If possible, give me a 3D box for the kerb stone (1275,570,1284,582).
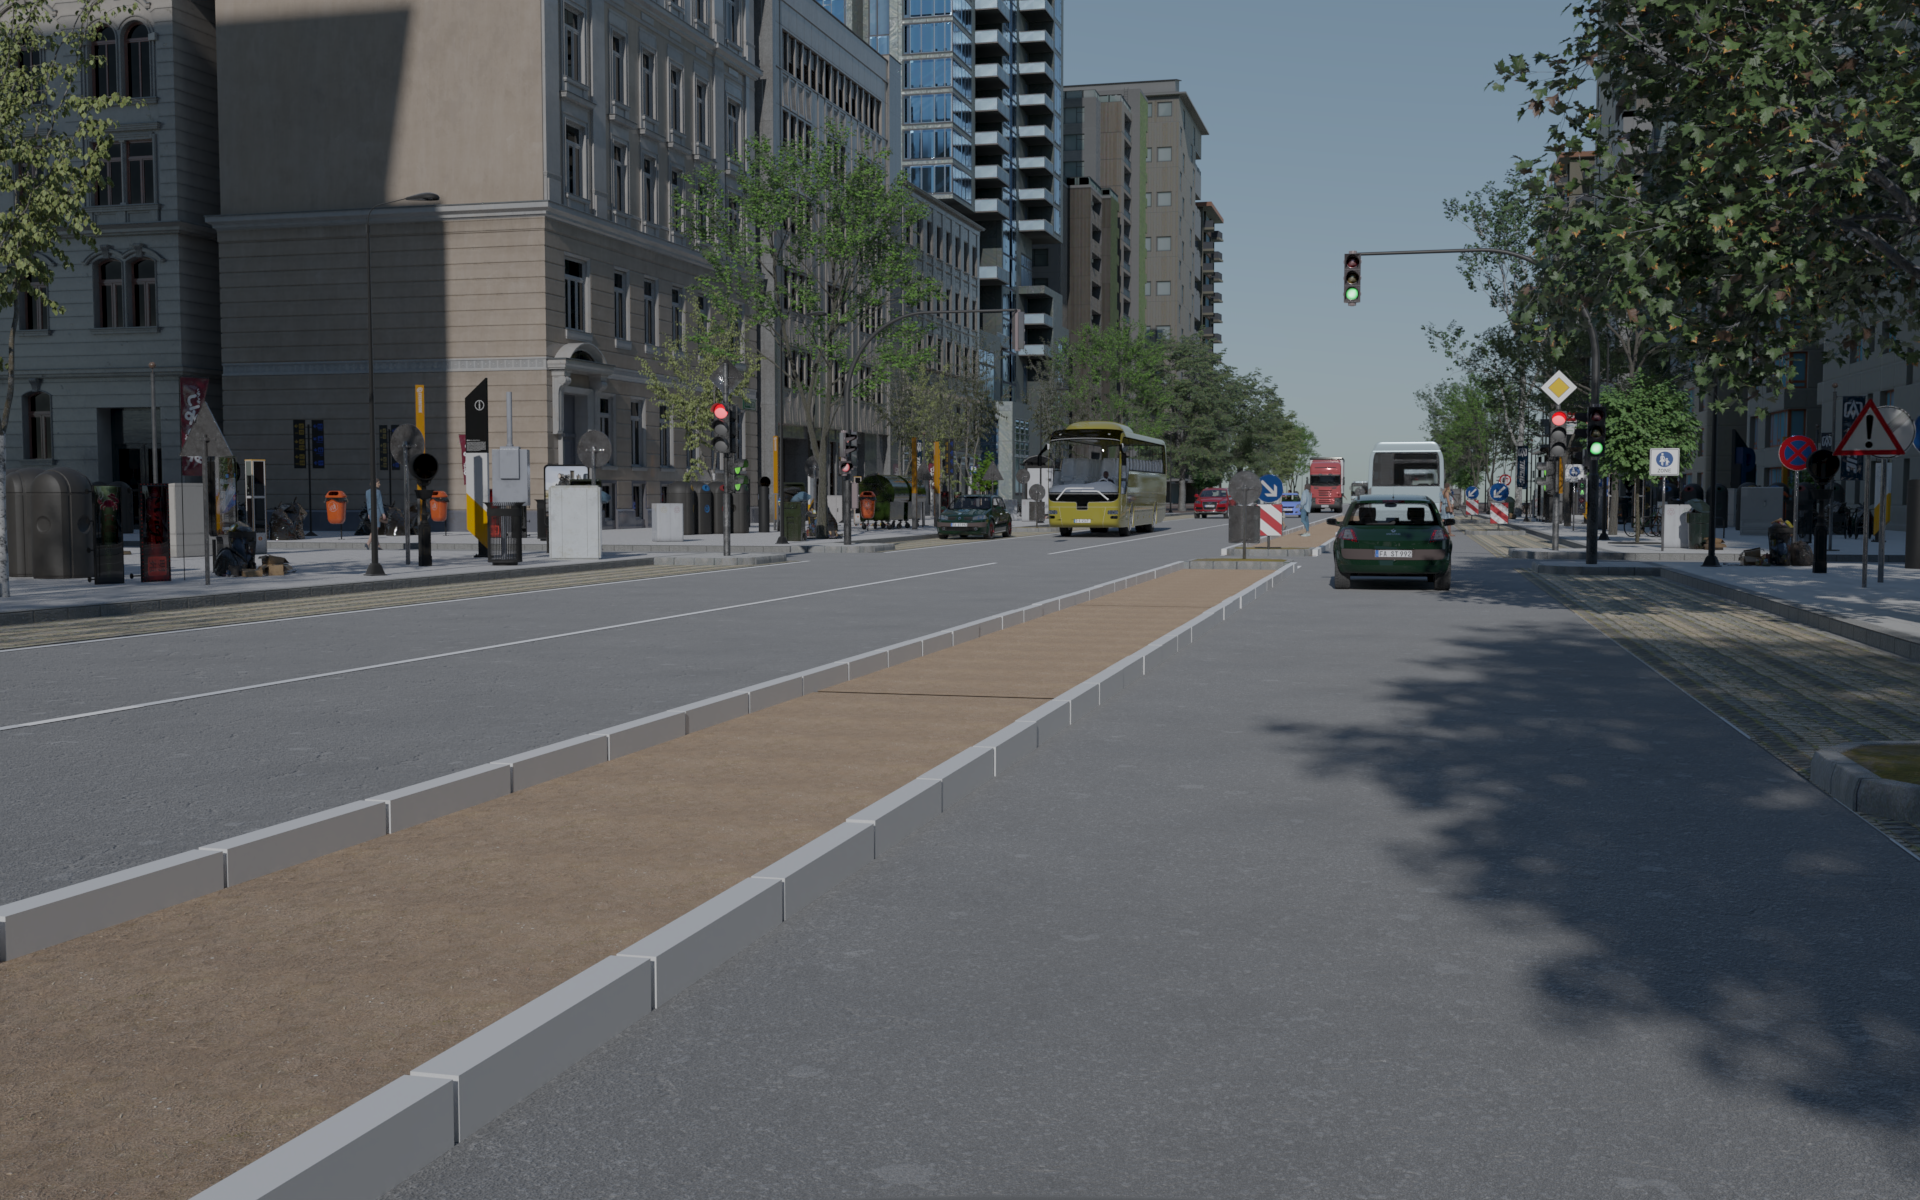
[{"bbox_3d":[5.131,-0.357,28.119,0.120,0.150,1.000,1,4,14],"label":"kerb stone"}]

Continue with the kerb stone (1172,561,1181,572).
[{"bbox_3d":[3.860,-0.576,31.611,0.120,0.150,1.000,1,4,14],"label":"kerb stone"}]

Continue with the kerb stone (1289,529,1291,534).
[{"bbox_3d":[11.455,-2.366,60.915,0.120,0.150,1.000,1,4,14],"label":"kerb stone"}]

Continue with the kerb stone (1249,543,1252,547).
[{"bbox_3d":[7.599,-1.458,46.027,0.120,0.150,1.000,1,4,14],"label":"kerb stone"}]

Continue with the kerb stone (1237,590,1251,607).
[{"bbox_3d":[3.590,0.002,22.168,0.120,0.150,1.000,1,4,14],"label":"kerb stone"}]

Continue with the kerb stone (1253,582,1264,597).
[{"bbox_3d":[4.104,-0.119,24.149,0.120,0.150,1.000,1,4,14],"label":"kerb stone"}]

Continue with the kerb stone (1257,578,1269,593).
[{"bbox_3d":[4.354,-0.180,25.143,0.120,0.150,1.000,1,4,14],"label":"kerb stone"}]

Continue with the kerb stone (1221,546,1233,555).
[{"bbox_3d":[6.313,-1.151,41.074,0.120,0.150,1.000,1,4,14],"label":"kerb stone"}]

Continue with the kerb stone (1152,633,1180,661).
[{"bbox_3d":[1.786,0.426,15.226,0.120,0.150,1.000,1,4,14],"label":"kerb stone"}]

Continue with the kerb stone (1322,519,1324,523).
[{"bbox_3d":[17.376,-3.764,83.757,0.120,0.150,1.000,1,4,14],"label":"kerb stone"}]

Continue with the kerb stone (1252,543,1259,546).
[{"bbox_3d":[8.114,-1.579,48.006,0.120,0.150,1.000,1,4,14],"label":"kerb stone"}]

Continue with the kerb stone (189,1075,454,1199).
[{"bbox_3d":[-1.294,1.154,3.331,0.120,0.150,1.000,1,4,14],"label":"kerb stone"}]

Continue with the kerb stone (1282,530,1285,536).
[{"bbox_3d":[10.689,-2.184,57.936,0.120,0.150,1.000,1,4,14],"label":"kerb stone"}]

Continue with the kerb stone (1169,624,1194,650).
[{"bbox_3d":[2.044,0.365,16.223,0.120,0.150,1.000,1,4,14],"label":"kerb stone"}]

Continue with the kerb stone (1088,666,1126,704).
[{"bbox_3d":[1.016,0.608,12.257,0.120,0.150,1.000,1,4,14],"label":"kerb stone"}]

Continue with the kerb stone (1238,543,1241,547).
[{"bbox_3d":[6.825,-1.276,43.054,0.120,0.150,1.000,1,4,14],"label":"kerb stone"}]

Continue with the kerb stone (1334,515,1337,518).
[{"bbox_3d":[21.226,-4.676,98.641,0.120,0.150,1.000,1,4,14],"label":"kerb stone"}]

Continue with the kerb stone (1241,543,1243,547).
[{"bbox_3d":[7.083,-1.337,44.048,0.120,0.150,1.000,1,4,14],"label":"kerb stone"}]

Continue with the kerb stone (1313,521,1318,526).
[{"bbox_3d":[16.094,-3.461,78.785,0.120,0.150,1.000,1,4,14],"label":"kerb stone"}]

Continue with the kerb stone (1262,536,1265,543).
[{"bbox_3d":[8.627,-1.700,49.985,0.120,0.150,1.000,1,4,14],"label":"kerb stone"}]

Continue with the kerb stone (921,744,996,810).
[{"bbox_3d":[-0.014,0.850,8.295,0.120,0.150,1.000,1,4,14],"label":"kerb stone"}]

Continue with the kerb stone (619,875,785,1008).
[{"bbox_3d":[-0.777,1.036,5.318,0.120,0.150,1.000,1,4,14],"label":"kerb stone"}]

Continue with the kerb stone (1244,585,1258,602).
[{"bbox_3d":[3.845,-0.059,23.158,0.120,0.150,1.000,1,4,14],"label":"kerb stone"}]

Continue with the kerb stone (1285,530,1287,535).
[{"bbox_3d":[10.944,-2.247,58.936,0.120,0.150,1.000,1,4,14],"label":"kerb stone"}]

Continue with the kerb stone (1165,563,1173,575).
[{"bbox_3d":[3.603,-0.511,30.617,0.120,0.150,1.000,1,4,14],"label":"kerb stone"}]

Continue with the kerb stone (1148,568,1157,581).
[{"bbox_3d":[3.090,-0.391,28.627,0.120,0.150,1.000,1,4,14],"label":"kerb stone"}]

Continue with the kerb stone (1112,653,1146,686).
[{"bbox_3d":[1.267,0.549,13.248,0.120,0.150,1.000,1,4,14],"label":"kerb stone"}]

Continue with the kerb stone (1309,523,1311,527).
[{"bbox_3d":[14.551,-3.091,72.822,0.120,0.150,1.000,1,4,14],"label":"kerb stone"}]

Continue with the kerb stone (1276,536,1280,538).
[{"bbox_3d":[10.165,-2.064,55.946,0.120,0.150,1.000,1,4,14],"label":"kerb stone"}]

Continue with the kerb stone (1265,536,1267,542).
[{"bbox_3d":[8.884,-1.761,50.980,0.120,0.150,1.000,1,4,14],"label":"kerb stone"}]

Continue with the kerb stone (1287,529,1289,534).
[{"bbox_3d":[11.191,-2.308,59.927,0.120,0.150,1.000,1,4,14],"label":"kerb stone"}]

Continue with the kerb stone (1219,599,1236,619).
[{"bbox_3d":[3.074,0.123,20.188,0.120,0.150,1.000,1,4,14],"label":"kerb stone"}]

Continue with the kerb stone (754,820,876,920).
[{"bbox_3d":[-0.521,0.978,6.313,0.120,0.150,1.000,1,4,14],"label":"kerb stone"}]

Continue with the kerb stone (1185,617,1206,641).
[{"bbox_3d":[2.305,0.305,17.217,0.120,0.150,1.000,1,4,14],"label":"kerb stone"}]

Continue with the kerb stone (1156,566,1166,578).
[{"bbox_3d":[3.355,-0.454,29.624,0.120,0.150,1.000,1,4,14],"label":"kerb stone"}]

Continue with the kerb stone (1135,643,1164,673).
[{"bbox_3d":[1.531,0.489,14.236,0.120,0.150,1.000,1,4,14],"label":"kerb stone"}]

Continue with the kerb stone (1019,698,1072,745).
[{"bbox_3d":[0.496,0.729,10.276,0.120,0.150,1.000,1,4,14],"label":"kerb stone"}]

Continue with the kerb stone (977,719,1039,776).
[{"bbox_3d":[0.248,0.790,9.284,0.120,0.150,1.000,1,4,14],"label":"kerb stone"}]

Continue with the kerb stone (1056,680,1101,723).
[{"bbox_3d":[0.757,0.669,11.265,0.120,0.150,1.000,1,4,14],"label":"kerb stone"}]

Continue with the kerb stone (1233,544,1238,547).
[{"bbox_3d":[6.571,-1.215,42.063,0.120,0.150,1.000,1,4,14],"label":"kerb stone"}]

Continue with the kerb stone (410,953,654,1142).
[{"bbox_3d":[-1.038,1.093,4.321,0.120,0.150,1.000,1,4,14],"label":"kerb stone"}]

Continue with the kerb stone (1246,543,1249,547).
[{"bbox_3d":[7.335,-1.396,45.038,0.120,0.150,1.000,1,4,14],"label":"kerb stone"}]

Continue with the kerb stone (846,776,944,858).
[{"bbox_3d":[-0.266,0.911,7.305,0.120,0.150,1.000,1,4,14],"label":"kerb stone"}]

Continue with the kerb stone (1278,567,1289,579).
[{"bbox_3d":[5.387,-0.423,29.111,0.120,0.150,1.000,1,4,14],"label":"kerb stone"}]

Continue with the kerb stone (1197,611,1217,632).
[{"bbox_3d":[2.560,0.246,18.209,0.120,0.150,1.000,1,4,14],"label":"kerb stone"}]

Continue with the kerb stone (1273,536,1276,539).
[{"bbox_3d":[9.656,-1.943,53.959,0.120,0.150,1.000,1,4,14],"label":"kerb stone"}]

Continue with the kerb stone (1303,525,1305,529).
[{"bbox_3d":[13.516,-2.853,68.844,0.120,0.150,1.000,1,4,14],"label":"kerb stone"}]

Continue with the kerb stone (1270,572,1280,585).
[{"bbox_3d":[4.877,-0.302,27.126,0.120,0.150,1.000,1,4,14],"label":"kerb stone"}]

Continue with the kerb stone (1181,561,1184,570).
[{"bbox_3d":[4.116,-0.637,32.603,0.120,0.150,1.000,1,4,14],"label":"kerb stone"}]

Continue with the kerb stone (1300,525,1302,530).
[{"bbox_3d":[12.997,-2.729,66.864,0.120,0.150,1.000,1,4,14],"label":"kerb stone"}]

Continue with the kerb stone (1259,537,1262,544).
[{"bbox_3d":[8.368,-1.639,48.996,0.120,0.150,1.000,1,4,14],"label":"kerb stone"}]

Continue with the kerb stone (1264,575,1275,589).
[{"bbox_3d":[4.612,-0.241,26.132,0.120,0.150,1.000,1,4,14],"label":"kerb stone"}]

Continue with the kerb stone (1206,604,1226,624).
[{"bbox_3d":[2.808,0.183,19.200,0.120,0.150,1.000,1,4,14],"label":"kerb stone"}]

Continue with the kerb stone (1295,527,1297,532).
[{"bbox_3d":[12.232,-2.547,63.881,0.120,0.150,1.000,1,4,14],"label":"kerb stone"}]

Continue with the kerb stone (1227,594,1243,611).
[{"bbox_3d":[3.317,0.062,21.181,0.120,0.150,1.000,1,4,14],"label":"kerb stone"}]

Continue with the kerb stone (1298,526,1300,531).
[{"bbox_3d":[12.743,-2.670,65.866,0.120,0.150,1.000,1,4,14],"label":"kerb stone"}]

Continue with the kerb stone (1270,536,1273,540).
[{"bbox_3d":[9.394,-1.882,52.963,0.120,0.150,1.000,1,4,14],"label":"kerb stone"}]

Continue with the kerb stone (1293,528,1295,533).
[{"bbox_3d":[11.970,-2.487,62.893,0.120,0.150,1.000,1,4,14],"label":"kerb stone"}]

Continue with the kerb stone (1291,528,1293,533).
[{"bbox_3d":[11.721,-2.426,61.902,0.120,0.150,1.000,1,4,14],"label":"kerb stone"}]
